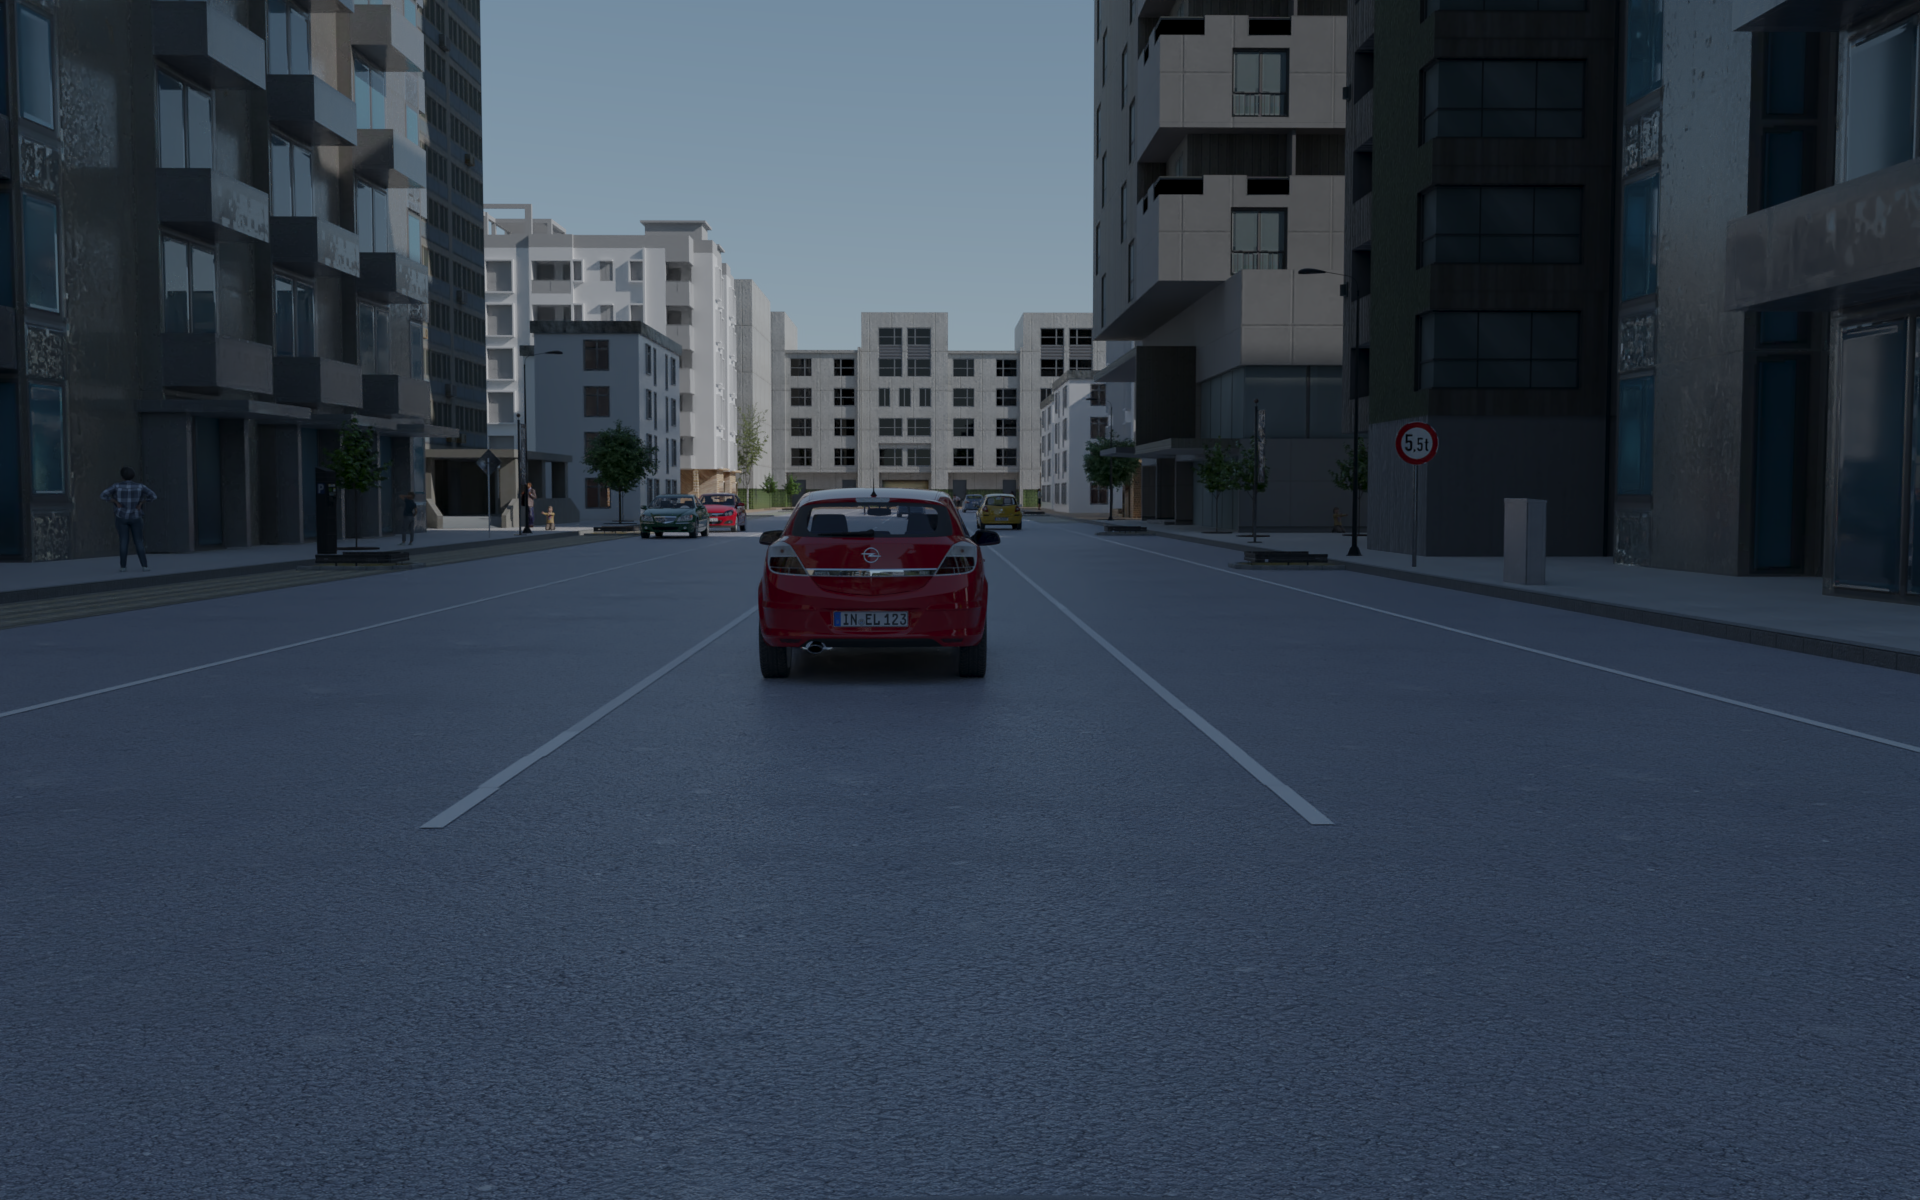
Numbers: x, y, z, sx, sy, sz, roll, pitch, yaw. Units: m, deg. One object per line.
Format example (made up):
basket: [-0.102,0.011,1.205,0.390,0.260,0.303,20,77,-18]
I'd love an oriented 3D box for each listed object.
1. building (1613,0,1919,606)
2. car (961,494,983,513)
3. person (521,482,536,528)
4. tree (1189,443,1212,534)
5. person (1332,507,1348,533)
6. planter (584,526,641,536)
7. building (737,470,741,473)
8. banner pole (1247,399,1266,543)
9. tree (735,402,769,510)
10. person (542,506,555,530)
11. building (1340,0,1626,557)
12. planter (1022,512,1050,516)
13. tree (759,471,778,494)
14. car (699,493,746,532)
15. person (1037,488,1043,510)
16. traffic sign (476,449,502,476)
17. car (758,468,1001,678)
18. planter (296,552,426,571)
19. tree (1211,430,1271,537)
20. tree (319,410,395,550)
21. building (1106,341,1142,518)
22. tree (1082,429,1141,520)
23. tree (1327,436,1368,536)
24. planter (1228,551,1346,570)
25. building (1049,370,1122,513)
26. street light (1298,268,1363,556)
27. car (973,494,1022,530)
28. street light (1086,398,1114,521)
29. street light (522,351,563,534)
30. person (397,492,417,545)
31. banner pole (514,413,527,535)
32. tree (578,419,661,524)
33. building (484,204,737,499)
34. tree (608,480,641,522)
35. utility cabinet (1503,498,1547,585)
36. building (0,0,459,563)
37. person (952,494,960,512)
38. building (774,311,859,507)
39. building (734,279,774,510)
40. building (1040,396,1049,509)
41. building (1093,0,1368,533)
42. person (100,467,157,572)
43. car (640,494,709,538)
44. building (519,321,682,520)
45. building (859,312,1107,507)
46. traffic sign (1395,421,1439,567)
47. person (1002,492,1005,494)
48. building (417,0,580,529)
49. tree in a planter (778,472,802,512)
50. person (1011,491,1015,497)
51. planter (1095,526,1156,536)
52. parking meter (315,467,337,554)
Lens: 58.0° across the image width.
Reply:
building: [24.893,-24.525,20.597,30.456,49.044,23.786,0,4,-1]
car: [1.068,-7.472,134.174,2.014,1.417,4.499,0,4,-1]
person: [-16.447,-3.616,65.979,0.431,1.722,0.655,-3,5,-42]
tree: [8.408,-3.775,56.327,1.663,3.219,1.824,0,3,0]
person: [12.473,-2.624,56.864,0.347,0.859,0.695,-1,4,-19]
planter: [-11.926,-2.397,60.324,1.991,0.319,1.994,0,4,-1]
building: [-24.702,-16.674,129.035,16.016,20.091,11.380,0,4,-1]
banner pole: [7.812,-3.378,45.253,0.401,3.779,0.863,-1,4,-13]
tree: [-17.126,-11.522,138.745,4.737,8.622,4.395,0,3,0]
person: [-14.509,-2.885,61.131,0.347,0.859,0.695,0,4,3]
building: [16.427,-16.504,41.534,14.160,30.474,14.107,0,4,-1]
planter: [4.710,-5.523,111.444,1.991,0.319,1.994,0,4,-1]
tree: [-16.043,-9.191,144.866,1.663,3.219,1.824,0,3,0]
car: [-9.243,-3.495,66.178,2.155,1.783,4.494,0,4,0]
person: [6.461,-8.084,138.996,0.721,1.735,1.217,1,4,15]
traffic sign: [-13.761,-3.109,50.558,0.795,2.593,0.064,1,4,8]
car: [-0.704,-0.364,14.995,2.155,1.783,4.494,0,4,-1]
planter: [-11.387,-0.738,33.211,1.991,0.319,1.994,0,4,-1]
tree: [8.887,-3.516,52.084,1.663,3.219,1.824,0,3,0]
tree: [-13.862,-2.780,40.048,1.663,3.219,1.824,0,3,0]
building: [16.421,-14.731,97.264,16.016,20.091,11.380,0,4,-1]
tree: [7.590,-6.323,87.097,4.285,4.588,4.351,0,3,0]
tree: [12.329,-3.576,53.062,1.663,3.219,1.824,0,3,0]
planter: [6.242,-0.758,33.533,1.991,0.319,1.994,0,4,-1]
building: [11.809,-10.731,117.601,9.099,9.664,28.070,0,4,-1]
street light: [7.648,-3.868,35.783,1.470,5.913,1.316,0,4,-1]
car: [1.581,-3.710,70.877,2.015,1.641,3.980,0,4,-2]
street light: [6.763,-6.799,83.706,1.470,5.913,1.316,0,4,-1]
street light: [-13.545,-5.116,56.182,1.470,5.913,1.316,0,4,-1]
person: [-13.870,-2.048,43.445,0.340,1.345,0.435,2,4,24]
banner pole: [-13.663,-3.914,54.016,0.401,3.779,0.863,0,4,5]
tree: [-14.665,-5.536,74.232,4.285,4.588,4.351,0,3,0]
building: [-24.090,-15.980,117.686,16.016,20.091,11.380,0,4,-1]
tree: [-15.612,-5.270,80.772,1.663,3.219,1.824,0,3,0]
utility cabinet: [8.113,-0.838,24.867,0.306,1.237,1.020,0,4,0]
building: [-27.131,-25.920,43.402,23.786,49.044,30.456,0,4,-1]
person: [-0.284,-6.953,125.363,0.628,1.438,0.799,0,4,3]
building: [-25.540,-18.937,176.070,31.486,18.905,16.747,0,4,-1]
building: [-32.975,-17.386,150.718,31.486,18.905,16.747,0,4,-1]
building: [12.168,-12.446,145.632,9.099,9.664,28.070,0,4,-1]
building: [20.032,-29.385,69.678,28.713,52.752,27.495,0,4,-1]
person: [-13.722,-1.336,28.618,0.841,1.734,0.376,-1,4,-23]
car: [-9.449,-2.800,57.577,2.131,1.459,4.920,0,4,-1]
building: [-20.249,-9.528,97.938,9.099,9.664,28.070,0,4,-1]
building: [5.986,-19.001,177.117,31.486,18.905,16.747,0,4,-1]
traffic sign: [7.995,-1.853,30.410,0.768,2.556,0.104,0,4,1]
person: [3.991,-9.157,159.688,0.415,1.643,0.593,-2,4,-26]
building: [-33.356,-23.171,70.728,32.217,40.220,23.993,0,4,-1]
tree in a planter: [-13.466,-8.619,138.148,1.991,3.239,1.994,0,4,-1]
person: [3.190,-5.974,107.642,0.593,1.643,0.415,2,4,35]
planter: [5.728,-2.406,60.472,1.991,0.319,1.994,0,4,-1]
parking meter: [-13.512,-1.910,36.941,0.399,1.863,0.255,2,4,27]
